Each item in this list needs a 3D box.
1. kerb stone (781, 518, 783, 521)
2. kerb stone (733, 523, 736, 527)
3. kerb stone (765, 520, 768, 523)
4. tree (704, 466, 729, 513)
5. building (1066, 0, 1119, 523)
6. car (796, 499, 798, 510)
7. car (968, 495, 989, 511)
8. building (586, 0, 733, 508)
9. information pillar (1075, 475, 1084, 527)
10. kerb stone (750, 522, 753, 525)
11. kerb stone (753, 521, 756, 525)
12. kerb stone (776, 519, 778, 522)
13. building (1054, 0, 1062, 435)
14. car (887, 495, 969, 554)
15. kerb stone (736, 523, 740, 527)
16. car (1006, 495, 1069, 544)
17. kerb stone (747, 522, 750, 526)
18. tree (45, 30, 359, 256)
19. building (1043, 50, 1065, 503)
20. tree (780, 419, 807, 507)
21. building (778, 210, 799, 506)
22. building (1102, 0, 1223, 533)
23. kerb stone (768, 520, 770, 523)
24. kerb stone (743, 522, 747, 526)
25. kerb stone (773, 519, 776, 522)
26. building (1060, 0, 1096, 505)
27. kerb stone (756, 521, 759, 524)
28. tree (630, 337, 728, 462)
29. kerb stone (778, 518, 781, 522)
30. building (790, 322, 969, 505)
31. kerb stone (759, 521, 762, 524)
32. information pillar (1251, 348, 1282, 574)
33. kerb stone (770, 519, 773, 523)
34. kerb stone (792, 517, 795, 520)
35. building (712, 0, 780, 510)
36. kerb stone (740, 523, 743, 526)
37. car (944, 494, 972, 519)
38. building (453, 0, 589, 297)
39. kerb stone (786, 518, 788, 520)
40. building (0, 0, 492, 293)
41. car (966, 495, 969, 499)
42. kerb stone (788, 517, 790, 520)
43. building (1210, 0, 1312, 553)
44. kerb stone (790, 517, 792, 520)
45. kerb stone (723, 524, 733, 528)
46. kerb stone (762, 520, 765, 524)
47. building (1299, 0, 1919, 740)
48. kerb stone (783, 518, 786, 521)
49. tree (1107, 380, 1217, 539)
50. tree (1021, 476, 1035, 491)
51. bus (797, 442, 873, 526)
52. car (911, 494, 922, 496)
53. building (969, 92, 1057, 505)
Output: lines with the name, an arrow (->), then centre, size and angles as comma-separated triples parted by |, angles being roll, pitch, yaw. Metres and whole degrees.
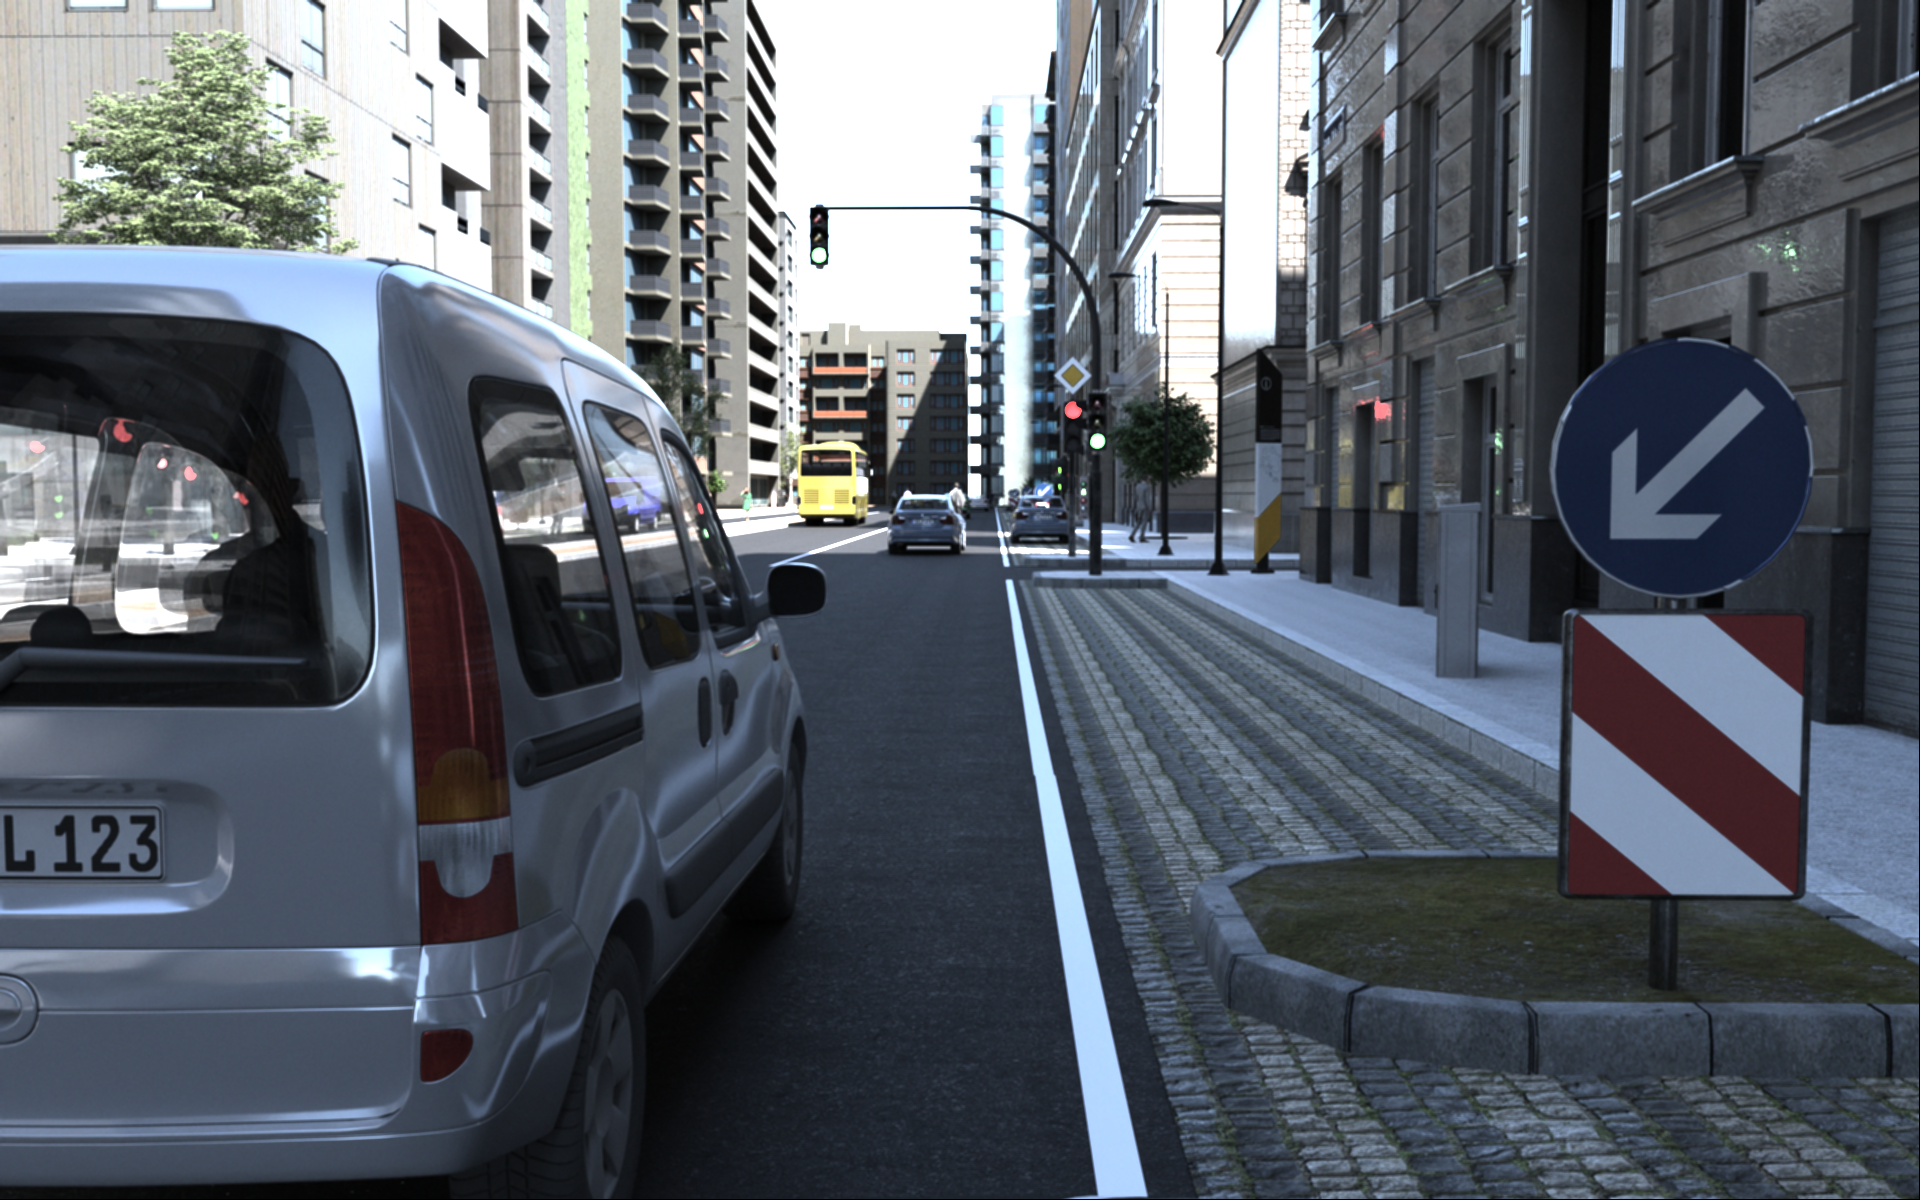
kerb stone -> -9.453, -4.153, 90.103 | 0.120, 0.150, 1.000 | 0, 4, 1
kerb stone -> -9.761, -3.149, 73.685 | 0.120, 0.150, 1.000 | 0, 4, 1
kerb stone -> -9.567, -3.777, 83.950 | 0.120, 0.150, 1.000 | 0, 4, 1
tree -> -16.808, -7.634, 119.413 | 1.663, 3.219, 1.824 | 0, 3, 0
building -> 16.049, -17.661, 93.267 | 19.350, 26.468, 34.151 | 0, 4, 1
car -> -13.891, -8.879, 157.748 | 1.945, 1.354, 3.894 | 0, 4, 1
car -> 1.442, -8.117, 145.081 | 2.083, 1.381, 4.827 | 0, 4, 0
building -> -28.815, -28.826, 125.924 | 22.147, 44.769, 28.867 | 0, 4, 1
information pillar -> 4.692, -3.900, 68.253 | 0.304, 2.012, 0.304 | -1, 4, -12
kerb stone -> -9.665, -3.462, 78.807 | 0.120, 0.150, 1.000 | 0, 4, 1
kerb stone -> -9.643, -3.525, 79.829 | 0.120, 0.150, 1.000 | 0, 4, 1
kerb stone -> -9.494, -4.028, 88.054 | 0.120, 0.150, 1.000 | 0, 4, 1
building -> 21.663, -33.810, 142.035 | 28.713, 52.752, 27.495 | 0, 4, 1
car -> -0.794, -1.874, 42.644 | 2.014, 1.417, 4.499 | 0, 4, 2
kerb stone -> -9.751, -3.212, 74.708 | 0.120, 0.150, 1.000 | 0, 4, 1
car -> 2.359, -2.391, 51.099 | 2.014, 1.417, 4.499 | 0, 4, 1
kerb stone -> -9.683, -3.400, 77.784 | 0.120, 0.150, 1.000 | 0, 4, 1
tree -> -18.545, -7.614, 42.612 | 7.486, 12.596, 7.792 | 0, 3, 0
building -> 19.424, -31.549, 170.455 | 22.147, 44.769, 28.867 | 0, 4, 1
tree -> -16.654, -13.360, 168.798 | 4.737, 8.622, 4.395 | 0, 3, 0
building -> -23.899, -24.871, 178.338 | 14.107, 30.474, 14.160 | 0, 4, 1
building -> 12.867, -17.108, 65.616 | 13.634, 28.700, 20.117 | 0, 4, 1
kerb stone -> -9.550, -3.840, 84.981 | 0.120, 0.150, 1.000 | 0, 4, 1
kerb stone -> -9.703, -3.337, 76.761 | 0.120, 0.150, 1.000 | 0, 4, 1
kerb stone -> -9.504, -3.961, 87.032 | 0.120, 0.150, 1.000 | 0, 4, 1
building -> 14.266, -28.837, 121.591 | 14.600, 45.320, 14.200 | 0, 4, 1
kerb stone -> -9.627, -3.588, 80.858 | 0.120, 0.150, 1.000 | 0, 4, 1
tree -> -17.676, -10.293, 102.705 | 7.601, 10.594, 8.767 | 1, 4, 13
kerb stone -> -9.467, -4.090, 89.081 | 0.120, 0.150, 1.000 | 0, 4, 1
building -> -13.554, -22.254, 208.893 | 28.899, 21.520, 27.650 | 0, 4, 1
kerb stone -> -9.609, -3.644, 81.888 | 0.120, 0.150, 1.000 | 0, 4, 1
information pillar -> 4.978, -2.242, 28.019 | 0.504, 3.616, 0.183 | -2, 4, -29
kerb stone -> -9.525, -3.903, 86.005 | 0.120, 0.150, 1.000 | 0, 4, 1
kerb stone -> -9.349, -4.467, 95.230 | 0.120, 0.150, 1.000 | 0, 4, 1
building -> -27.739, -32.249, 150.979 | 21.300, 48.544, 21.600 | 0, 4, 1
kerb stone -> -9.726, -3.275, 75.739 | 0.120, 0.150, 1.000 | 0, 4, 1
car -> -0.287, -5.690, 101.834 | 1.959, 1.807, 4.718 | 0, 4, 0
building -> -27.742, -24.843, 89.774 | 14.154, 41.232, 14.086 | 0, 4, 1
kerb stone -> -9.410, -4.279, 92.151 | 0.120, 0.150, 1.000 | 0, 4, 1
building -> -33.140, -28.841, 60.784 | 28.713, 52.752, 27.495 | 0, 4, 1
car -> 0.253, -9.873, 174.003 | 1.945, 1.354, 3.894 | 0, 4, 2
kerb stone -> -9.394, -4.334, 93.176 | 0.120, 0.150, 1.000 | 0, 4, 1
building -> 15.841, -10.810, 41.370 | 19.286, 19.102, 10.561 | 0, 4, 1
kerb stone -> -9.370, -4.404, 94.207 | 0.120, 0.150, 1.000 | 0, 4, 1
kerb stone -> -9.783, -3.086, 72.656 | 0.120, 0.150, 1.000 | 0, 4, 1
kerb stone -> -9.596, -3.714, 82.919 | 0.120, 0.150, 1.000 | 0, 4, 1
building -> 10.540, -13.206, 13.188 | 12.463, 27.353, 25.104 | 0, 4, 1
kerb stone -> -9.426, -4.216, 91.125 | 0.120, 0.150, 1.000 | 0, 4, 1
tree -> 5.872, -4.061, 50.113 | 4.285, 4.588, 4.351 | 0, 3, 0
tree -> 7.062, -10.923, 173.190 | 1.663, 3.219, 1.824 | 0, 3, 0
bus -> -5.789, -5.471, 80.994 | 2.896, 3.916, 12.252 | 0, 3, 0
car -> -4.262, -9.628, 167.644 | 2.015, 1.641, 3.980 | 0, 3, 0
building -> 16.378, -35.883, 206.289 | 30.456, 49.044, 23.786 | 0, 4, 1
